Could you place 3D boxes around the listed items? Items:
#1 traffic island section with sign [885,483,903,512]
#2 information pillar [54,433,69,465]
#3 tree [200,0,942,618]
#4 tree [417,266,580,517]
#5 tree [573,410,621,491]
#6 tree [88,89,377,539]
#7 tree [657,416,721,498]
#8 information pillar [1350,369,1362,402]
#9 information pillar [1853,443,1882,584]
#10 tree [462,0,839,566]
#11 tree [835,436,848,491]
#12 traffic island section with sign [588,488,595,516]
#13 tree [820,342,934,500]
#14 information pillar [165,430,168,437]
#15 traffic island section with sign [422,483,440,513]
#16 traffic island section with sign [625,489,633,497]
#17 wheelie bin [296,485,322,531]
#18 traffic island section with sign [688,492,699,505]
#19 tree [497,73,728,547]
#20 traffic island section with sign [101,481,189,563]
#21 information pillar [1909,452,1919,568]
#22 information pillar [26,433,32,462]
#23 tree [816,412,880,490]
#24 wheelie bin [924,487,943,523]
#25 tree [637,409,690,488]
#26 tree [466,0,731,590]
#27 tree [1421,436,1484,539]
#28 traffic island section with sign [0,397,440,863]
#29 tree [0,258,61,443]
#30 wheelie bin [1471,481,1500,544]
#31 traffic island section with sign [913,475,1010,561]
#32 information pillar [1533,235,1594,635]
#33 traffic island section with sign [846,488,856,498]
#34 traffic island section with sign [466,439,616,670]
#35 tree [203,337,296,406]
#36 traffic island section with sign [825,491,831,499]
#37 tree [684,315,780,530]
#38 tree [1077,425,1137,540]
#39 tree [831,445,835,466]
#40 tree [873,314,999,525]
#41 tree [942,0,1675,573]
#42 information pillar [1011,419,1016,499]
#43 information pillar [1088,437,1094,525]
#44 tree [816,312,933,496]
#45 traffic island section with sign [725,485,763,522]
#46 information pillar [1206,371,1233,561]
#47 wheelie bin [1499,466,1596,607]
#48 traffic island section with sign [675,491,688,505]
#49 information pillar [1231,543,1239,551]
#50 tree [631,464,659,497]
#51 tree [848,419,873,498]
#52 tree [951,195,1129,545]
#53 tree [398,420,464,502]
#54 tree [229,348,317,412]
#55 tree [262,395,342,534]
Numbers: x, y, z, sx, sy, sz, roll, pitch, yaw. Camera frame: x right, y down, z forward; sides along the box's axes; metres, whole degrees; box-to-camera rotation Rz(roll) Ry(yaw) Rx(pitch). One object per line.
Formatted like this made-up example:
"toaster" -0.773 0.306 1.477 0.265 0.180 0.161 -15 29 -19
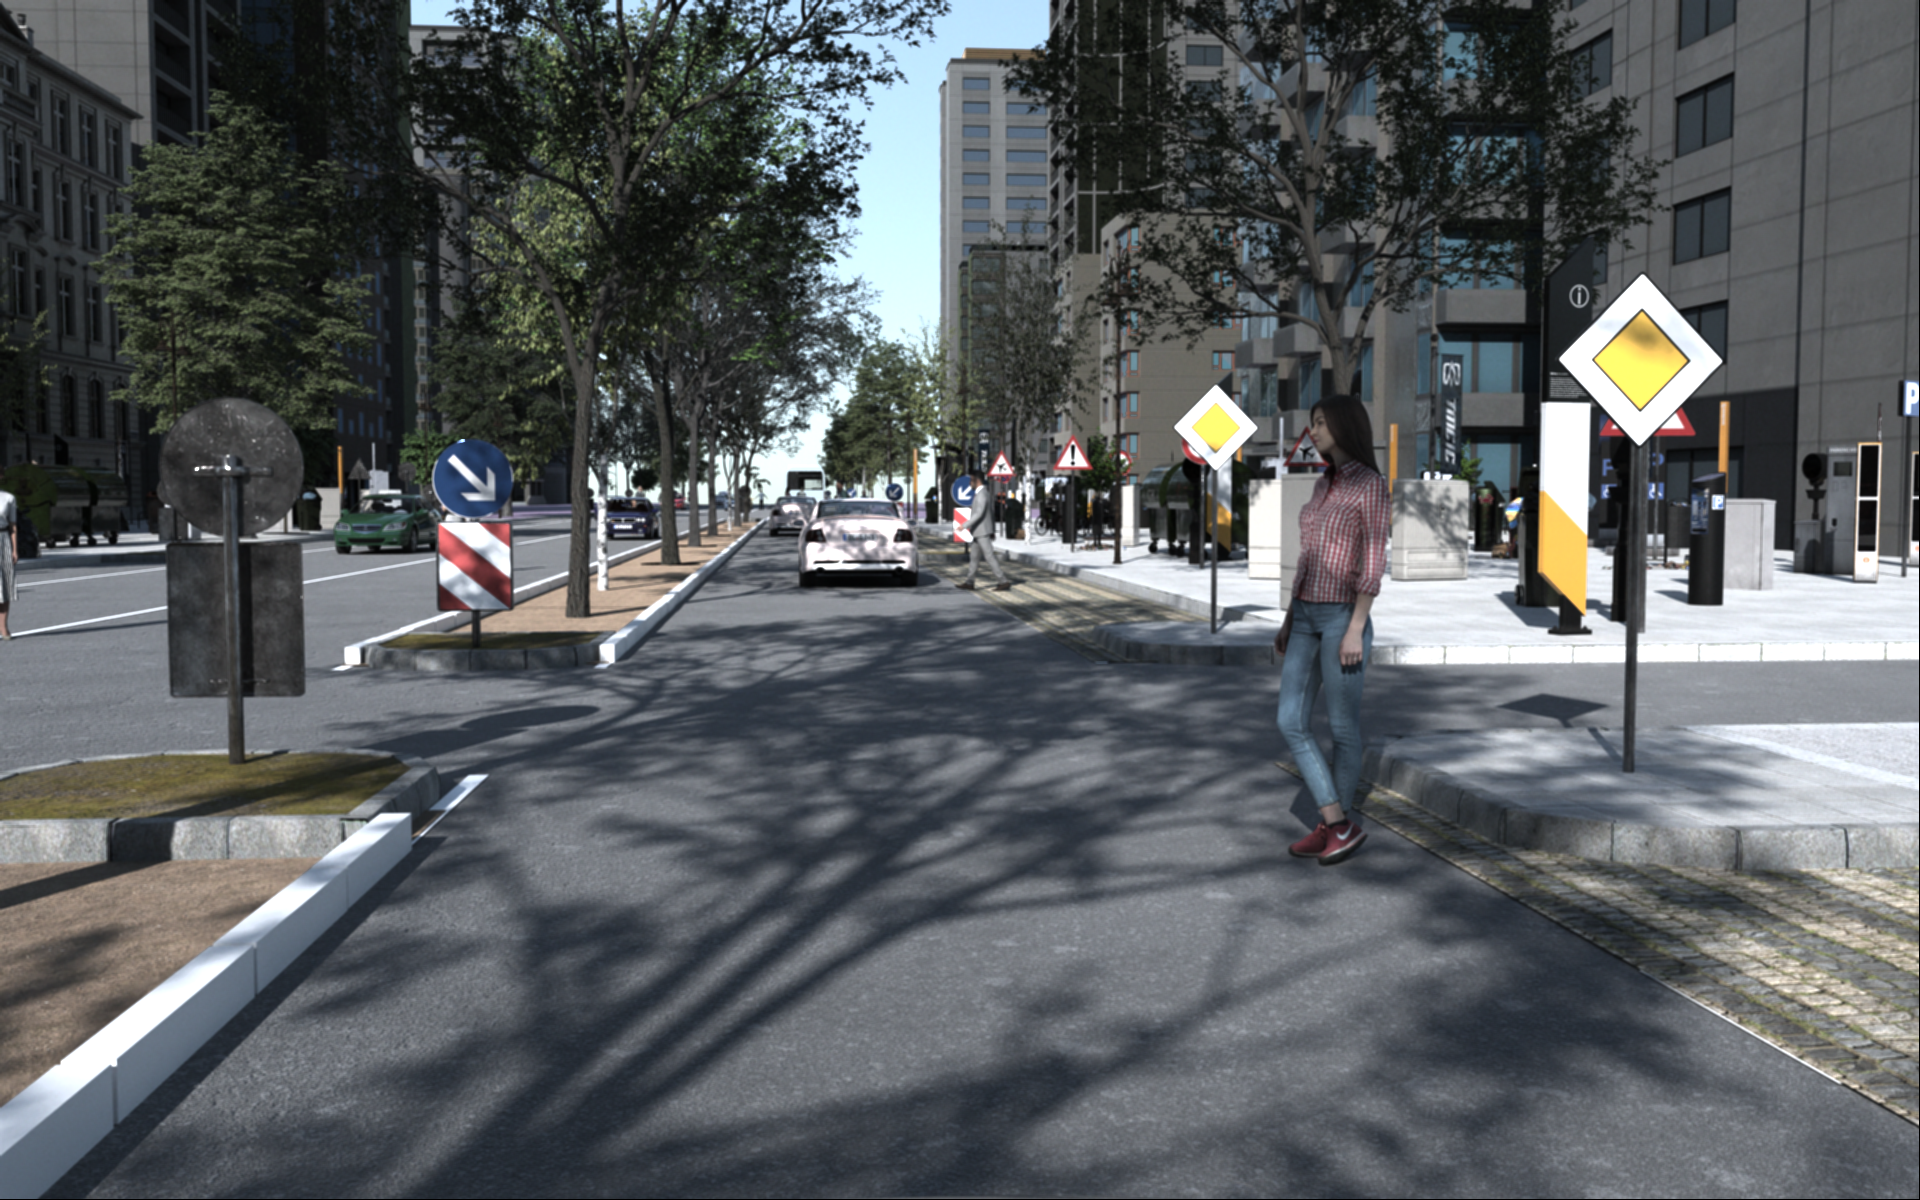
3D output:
"traffic island section with sign" -2.601 -3.438 64.840 1.989 1.847 2.006 0 4 -5
"information pillar" -34.498 -4.599 66.547 0.504 3.616 0.183 -1 4 -18
"tree" -4.408 -5.045 19.359 8.767 10.594 7.601 0 4 -5
"tree" -25.772 -11.709 98.101 9.857 13.997 8.962 0 3 0
"tree" -30.038 -11.863 144.319 4.360 8.622 3.978 0 3 0
"tree" -20.276 -7.988 48.735 7.486 12.596 7.792 0 3 0
"tree" -38.815 -19.933 242.904 9.611 12.733 9.660 0 3 0
"information pillar" 7.350 -2.513 32.435 0.183 3.616 0.504 3 5 44
"information pillar" 13.063 -1.251 24.942 0.304 2.012 0.304 2 4 24
"tree" -5.949 -6.507 34.609 9.928 11.665 9.643 0 3 0
"tree" -7.411 -12.065 147.626 4.737 8.622 4.395 0 3 0
"traffic island section with sign" -24.236 -6.398 113.238 1.989 1.847 2.006 0 4 -5
"tree" -5.518 -12.920 129.364 7.486 12.596 7.792 0 3 0
"information pillar" -24.469 -3.801 53.498 0.183 3.616 0.504 -2 4 -28
"traffic island section with sign" -19.567 -3.386 63.982 1.989 1.847 2.006 0 4 -5
"traffic island section with sign" -26.836 -8.077 140.690 1.989 1.847 2.006 0 4 -5
"wheelie bin" -24.421 -3.472 64.671 0.980 1.594 0.693 -3 5 -43
"traffic island section with sign" -34.582 -13.082 222.518 1.989 1.847 2.006 0 4 -5
"tree" -7.230 -8.182 46.602 12.009 13.543 11.850 0 3 0
"traffic island section with sign" -17.039 -1.744 37.145 1.989 1.847 2.006 0 4 -5
"information pillar" 16.830 -1.575 30.249 0.304 2.012 0.304 -2 4 -34
"information pillar" -35.675 -4.591 66.419 0.183 3.616 0.504 -1 4 -19
"tree" -15.595 -19.754 239.981 9.611 12.733 9.660 0 3 0
"wheelie bin" -1.143 -4.175 76.166 0.693 1.594 0.980 -2 4 -29
"tree" -36.107 -17.958 211.733 7.486 12.596 7.792 0 3 0
"tree" -5.347 -4.452 25.615 4.737 8.622 4.395 0 3 0
"tree" 14.271 -3.370 49.704 1.663 3.219 1.824 0 3 0
"traffic island section with sign" -3.400 0.030 7.639 2.006 1.907 1.989 0 4 -5
"tree" -29.903 -6.262 52.752 4.737 8.622 4.395 0 3 0
"wheelie bin" 12.590 -2.044 41.328 0.693 1.594 0.980 2 4 31
"traffic island section with sign" -0.027 -1.773 37.617 1.989 1.847 2.006 0 4 -5
"information pillar" 5.508 -1.491 15.726 0.504 3.616 0.183 -1 4 -18
"traffic island section with sign" -7.355 -6.511 115.085 1.989 1.847 2.006 0 4 -5
"traffic island section with sign" -4.089 -0.421 15.014 2.006 1.907 1.989 0 4 -5
"tree" -31.076 -7.673 75.823 4.360 8.622 3.978 0 3 0
"traffic island section with sign" -9.898 -8.152 141.920 1.989 1.847 2.006 0 4 -5
"tree" -8.957 -6.999 67.257 4.360 8.622 3.978 0 3 0
"tree" 3.874 -3.319 48.869 1.663 3.219 1.824 0 3 0
"tree" -12.410 -14.924 194.373 4.737 8.622 4.395 0 3 0
"tree" -0.702 -7.375 70.940 4.737 8.622 4.395 0 3 0
"tree" 4.950 -5.351 21.903 8.767 10.594 7.601 -1 4 -14
"information pillar" 1.640 -3.751 52.680 0.183 3.616 0.504 1 4 11
"information pillar" 5.413 -4.912 71.669 0.183 3.616 0.504 2 4 31
"tree" -8.834 -19.664 177.402 12.611 20.169 13.585 0 3 0
"traffic island section with sign" -11.180 -4.996 89.818 2.006 1.907 1.989 0 4 -5
"information pillar" 4.962 -2.550 33.042 0.504 3.616 0.183 -1 4 -12
"wheelie bin" 6.763 -0.728 19.804 0.980 1.594 0.693 1 4 9
"traffic island section with sign" -31.891 -11.349 194.188 1.989 1.847 2.006 0 4 -5
"information pillar" 6.164 -2.131 39.328 0.304 2.012 0.304 2 4 25
"tree" -34.022 -12.411 186.634 4.285 4.588 4.351 0 3 0
"tree" -6.331 -11.743 142.365 4.737 8.622 4.395 0 3 0
"tree" 1.933 -5.714 43.790 4.360 8.622 3.978 0 3 0
"tree" -23.402 -5.705 76.998 4.285 4.588 4.351 0 3 0
"tree" -33.912 -8.236 85.019 4.737 8.622 4.395 0 3 0
"tree" -21.733 -4.409 55.795 4.285 4.588 4.351 0 3 0
